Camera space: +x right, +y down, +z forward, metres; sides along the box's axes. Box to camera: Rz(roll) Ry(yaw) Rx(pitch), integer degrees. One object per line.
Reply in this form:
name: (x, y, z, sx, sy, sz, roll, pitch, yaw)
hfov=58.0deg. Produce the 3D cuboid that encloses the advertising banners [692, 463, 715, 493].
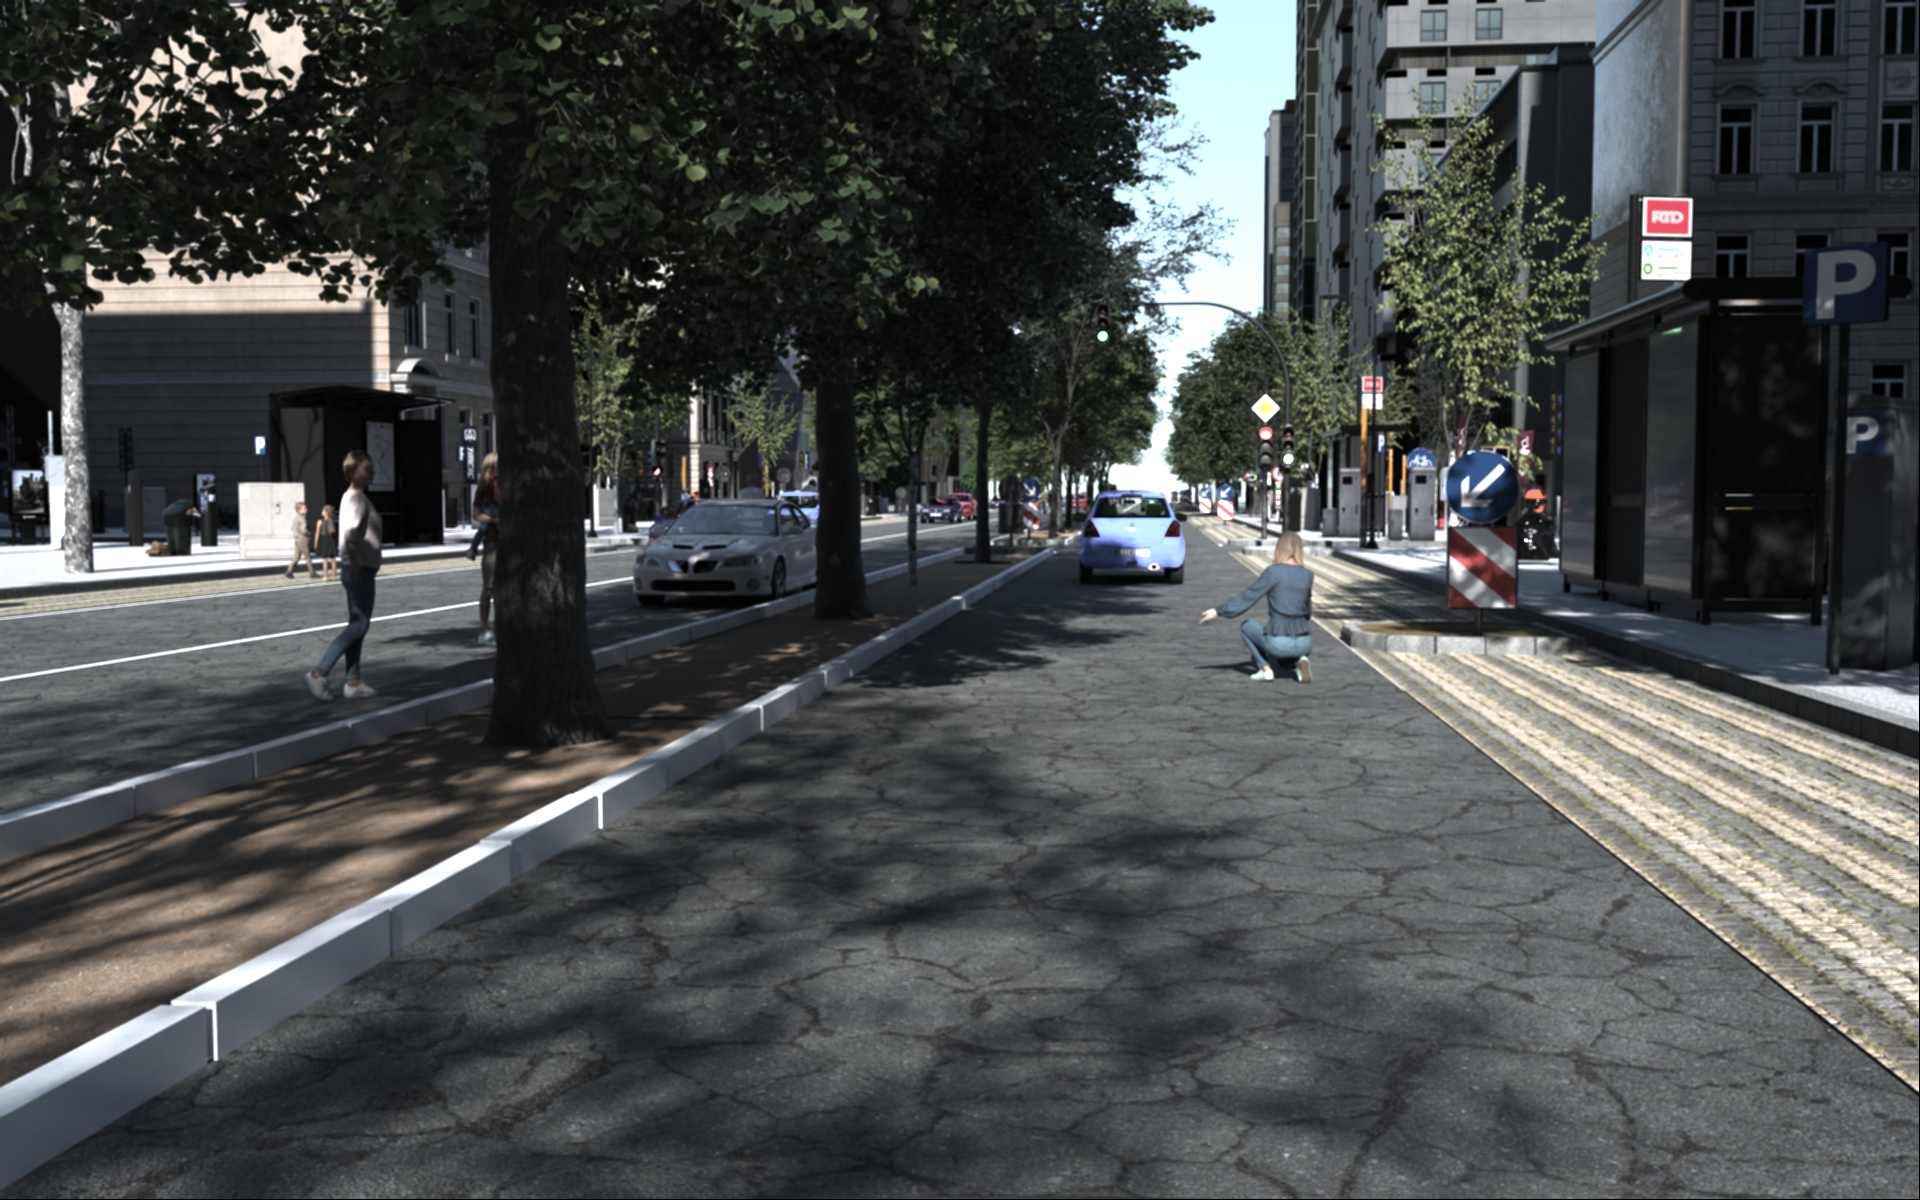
advertising banners: (-15.066, -6.335, 99.768, 2.074, 3.025, 0.090, -2, 4, -28)

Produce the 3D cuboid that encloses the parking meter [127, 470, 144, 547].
parking meter: (-20.175, -2.242, 42.372, 0.255, 1.863, 0.399, -3, 4, -38)

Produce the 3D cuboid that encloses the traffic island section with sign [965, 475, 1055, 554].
traffic island section with sign: (1.186, -2.067, 41.925, 2.006, 1.907, 1.989, 0, 4, 6)

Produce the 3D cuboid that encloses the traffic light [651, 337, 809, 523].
traffic light: (-6.747, -4.639, 50.508, 4.771, 5.953, 1.251, 0, 4, 6)

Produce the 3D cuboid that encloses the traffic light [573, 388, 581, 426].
traffic light: (-9.722, -3.293, 42.768, 0.839, 4.253, 0.868, 0, 4, 6)

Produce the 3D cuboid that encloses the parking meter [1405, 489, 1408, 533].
parking meter: (15.026, -3.010, 57.631, 0.372, 1.533, 0.369, 0, 3, 0)

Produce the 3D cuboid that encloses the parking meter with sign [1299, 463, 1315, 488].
parking meter with sign: (19.318, -6.058, 95.309, 0.543, 3.016, 1.738, -1, 4, -16)

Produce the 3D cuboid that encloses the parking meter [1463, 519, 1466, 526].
parking meter: (15.830, -2.949, 53.932, 0.255, 1.863, 0.399, 1, 4, 20)

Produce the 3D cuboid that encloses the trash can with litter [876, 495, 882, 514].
trash can with litter: (-5.855, -6.091, 110.649, 2.233, 1.210, 1.678, -1, 4, -17)

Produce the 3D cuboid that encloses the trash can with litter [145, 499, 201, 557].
trash can with litter: (-16.261, -1.491, 35.761, 0.624, 1.170, 1.055, 1, 4, 16)

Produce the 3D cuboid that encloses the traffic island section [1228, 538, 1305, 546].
traffic island section: (8.608, -1.628, 48.893, 2.009, 0.180, 2.903, 0, 4, 6)

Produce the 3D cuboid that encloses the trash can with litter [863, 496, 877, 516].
trash can with litter: (-5.279, -5.472, 100.851, 0.624, 1.170, 1.055, -3, 4, -39)

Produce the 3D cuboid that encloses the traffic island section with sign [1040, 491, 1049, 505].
traffic island section with sign: (11.336, -13.647, 231.750, 1.989, 1.847, 2.006, 0, 4, 6)

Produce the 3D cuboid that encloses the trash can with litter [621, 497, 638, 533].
trash can with litter: (-10.905, -2.825, 57.578, 0.624, 1.170, 1.055, -2, 4, -24)

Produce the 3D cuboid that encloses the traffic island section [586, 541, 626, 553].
traffic island section: (-9.760, -1.262, 42.908, 2.009, 0.180, 2.903, 0, 4, 6)

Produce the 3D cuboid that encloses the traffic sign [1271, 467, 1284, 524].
traffic sign: (13.839, -4.573, 74.880, 0.768, 2.556, 0.104, 1, 4, 13)

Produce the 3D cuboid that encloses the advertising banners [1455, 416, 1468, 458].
advertising banners: (11.458, -2.574, 38.274, 0.090, 3.025, 2.074, -1, 4, -11)

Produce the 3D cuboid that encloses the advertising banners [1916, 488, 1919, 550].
advertising banners: (19.819, -2.506, 37.154, 2.074, 3.025, 0.090, 0, 4, 5)

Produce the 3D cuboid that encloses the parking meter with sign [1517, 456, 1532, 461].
parking meter with sign: (22.368, -4.479, 69.485, 0.543, 3.016, 1.738, 2, 4, 35)

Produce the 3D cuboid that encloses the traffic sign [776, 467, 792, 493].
traffic sign: (-8.441, -5.066, 82.940, 0.768, 2.556, 0.104, 1, 4, 15)

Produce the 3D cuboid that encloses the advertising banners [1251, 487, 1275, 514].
advertising banners: (19.615, -7.026, 111.055, 2.074, 3.025, 0.090, 0, 4, -4)

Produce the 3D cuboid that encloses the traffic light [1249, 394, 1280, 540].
traffic light: (8.570, -3.661, 48.784, 0.839, 4.253, 0.868, 0, 4, 6)

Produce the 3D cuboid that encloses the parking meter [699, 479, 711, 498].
parking meter: (-9.975, -3.796, 67.768, 0.399, 1.863, 0.255, -3, 4, -37)

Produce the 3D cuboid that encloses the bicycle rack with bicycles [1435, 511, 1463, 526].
bicycle rack with bicycles: (19.404, -3.292, 67.206, 2.852, 0.926, 2.925, 0, 4, 2)

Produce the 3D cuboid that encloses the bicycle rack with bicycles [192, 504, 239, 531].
bicycle rack with bicycles: (-25.882, -2.912, 60.999, 2.925, 0.926, 2.852, -2, 4, -33)

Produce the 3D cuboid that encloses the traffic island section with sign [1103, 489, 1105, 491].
traffic island section with sign: (10.348, -7.084, 123.963, 2.006, 1.907, 1.989, 0, 4, 6)

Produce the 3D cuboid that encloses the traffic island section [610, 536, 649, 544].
traffic island section: (-8.874, -1.747, 50.843, 2.009, 0.180, 2.903, 0, 4, 6)

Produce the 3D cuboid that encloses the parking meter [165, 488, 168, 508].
parking meter: (-38.910, -4.640, 84.283, 0.372, 1.533, 0.369, 0, 3, 0)

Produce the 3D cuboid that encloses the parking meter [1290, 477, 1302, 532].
parking meter: (11.318, -3.229, 58.510, 0.255, 1.863, 0.399, -3, 4, -38)

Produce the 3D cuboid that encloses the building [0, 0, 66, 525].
building: (-46.096, -14.740, 70.671, 15.834, 23.373, 12.332, 0, 4, 6)

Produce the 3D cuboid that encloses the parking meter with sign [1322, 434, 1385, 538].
parking meter with sign: (11.478, -3.328, 50.671, 1.738, 3.016, 0.543, 2, 4, 35)

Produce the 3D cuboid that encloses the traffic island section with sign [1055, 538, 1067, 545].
traffic island section with sign: (2.018, -2.517, 49.286, 2.006, 1.907, 1.989, 0, 4, 6)

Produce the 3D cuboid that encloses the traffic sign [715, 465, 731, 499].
traffic sign: (-10.503, -4.677, 76.582, 0.768, 2.556, 0.104, 1, 4, 14)

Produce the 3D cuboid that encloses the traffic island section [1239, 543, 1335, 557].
traffic island section: (7.722, -1.142, 40.957, 2.009, 0.180, 2.903, 0, 4, 6)

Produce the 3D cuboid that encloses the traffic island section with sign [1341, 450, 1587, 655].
traffic island section with sign: (4.663, -0.471, 16.335, 1.989, 1.847, 2.006, 0, 4, 6)

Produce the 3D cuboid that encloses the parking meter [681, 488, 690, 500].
parking meter: (-11.861, -4.070, 74.957, 0.372, 1.533, 0.369, 0, 3, 0)

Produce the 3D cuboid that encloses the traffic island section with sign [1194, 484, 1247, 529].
traffic island section with sign: (10.807, -3.844, 71.482, 1.989, 1.847, 2.006, 0, 4, 6)

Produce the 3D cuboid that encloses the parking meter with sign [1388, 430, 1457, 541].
parking meter with sign: (12.655, -3.134, 47.494, 1.738, 3.016, 0.543, 0, 4, 4)

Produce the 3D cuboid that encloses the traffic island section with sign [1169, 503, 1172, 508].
traffic island section with sign: (22.325, -10.153, 174.625, 1.989, 1.847, 2.006, 0, 4, 6)

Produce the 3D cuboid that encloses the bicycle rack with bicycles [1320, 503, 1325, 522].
bicycle rack with bicycles: (14.926, -3.371, 68.492, 2.852, 0.926, 2.925, 2, 4, 30)

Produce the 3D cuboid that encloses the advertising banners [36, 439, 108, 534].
advertising banners: (-28.543, -3.639, 55.689, 0.090, 3.025, 2.074, 3, 5, 45)

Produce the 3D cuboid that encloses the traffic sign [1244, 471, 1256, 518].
traffic sign: (15.845, -5.763, 94.333, 0.768, 2.556, 0.104, 1, 4, 15)

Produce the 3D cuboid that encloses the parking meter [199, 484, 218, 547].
parking meter: (-18.426, -2.083, 42.468, 0.372, 1.533, 0.369, 0, 3, 0)

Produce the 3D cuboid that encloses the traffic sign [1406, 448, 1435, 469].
traffic sign: (12.740, -2.927, 47.971, 0.768, 2.556, 0.104, 0, 4, 8)

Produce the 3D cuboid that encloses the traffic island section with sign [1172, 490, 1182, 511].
traffic island section with sign: (19.332, -8.513, 147.809, 1.989, 1.847, 2.006, 0, 4, 6)

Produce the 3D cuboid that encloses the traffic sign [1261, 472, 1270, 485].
traffic sign: (14.087, -4.778, 80.253, 0.606, 2.300, 0.079, 1, 4, 11)

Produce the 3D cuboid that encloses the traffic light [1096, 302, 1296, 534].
traffic light: (5.595, -4.053, 40.938, 4.771, 5.953, 1.251, 0, 4, 6)

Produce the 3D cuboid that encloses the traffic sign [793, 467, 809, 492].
traffic sign: (-7.403, -4.924, 80.615, 0.768, 2.556, 0.104, 0, 4, 8)

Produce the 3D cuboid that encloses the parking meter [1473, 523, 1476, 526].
parking meter: (8.544, -1.210, 28.199, 0.372, 1.533, 0.369, 0, 3, 0)

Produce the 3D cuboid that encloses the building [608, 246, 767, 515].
building: (-19.750, -15.390, 116.258, 10.561, 19.102, 19.286, 0, 4, 6)

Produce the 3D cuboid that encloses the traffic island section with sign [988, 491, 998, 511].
traffic island section with sign: (2.230, -8.664, 150.289, 1.989, 1.847, 2.006, 0, 4, 6)

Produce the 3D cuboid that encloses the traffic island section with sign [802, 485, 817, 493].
traffic island section with sign: (-6.398, -3.944, 73.107, 1.989, 1.847, 2.006, 0, 4, 6)

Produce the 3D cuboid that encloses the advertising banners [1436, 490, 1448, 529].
advertising banners: (17.767, -4.133, 63.756, 0.090, 3.025, 2.074, -2, 4, -34)

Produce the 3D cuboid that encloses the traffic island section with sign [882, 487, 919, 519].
traffic island section with sign: (-3.408, -5.582, 99.897, 1.989, 1.847, 2.006, 0, 4, 6)

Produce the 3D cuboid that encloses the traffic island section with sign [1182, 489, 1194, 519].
traffic island section with sign: (13.816, -5.495, 98.479, 1.989, 1.847, 2.006, 0, 4, 6)

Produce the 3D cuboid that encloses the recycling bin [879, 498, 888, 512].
recycling bin: (-5.544, -6.713, 122.316, 0.722, 1.027, 0.722, 3, 5, 43)

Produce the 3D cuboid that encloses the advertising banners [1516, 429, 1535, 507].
advertising banners: (14.879, -3.151, 47.707, 0.090, 3.025, 2.074, -3, 4, -39)
